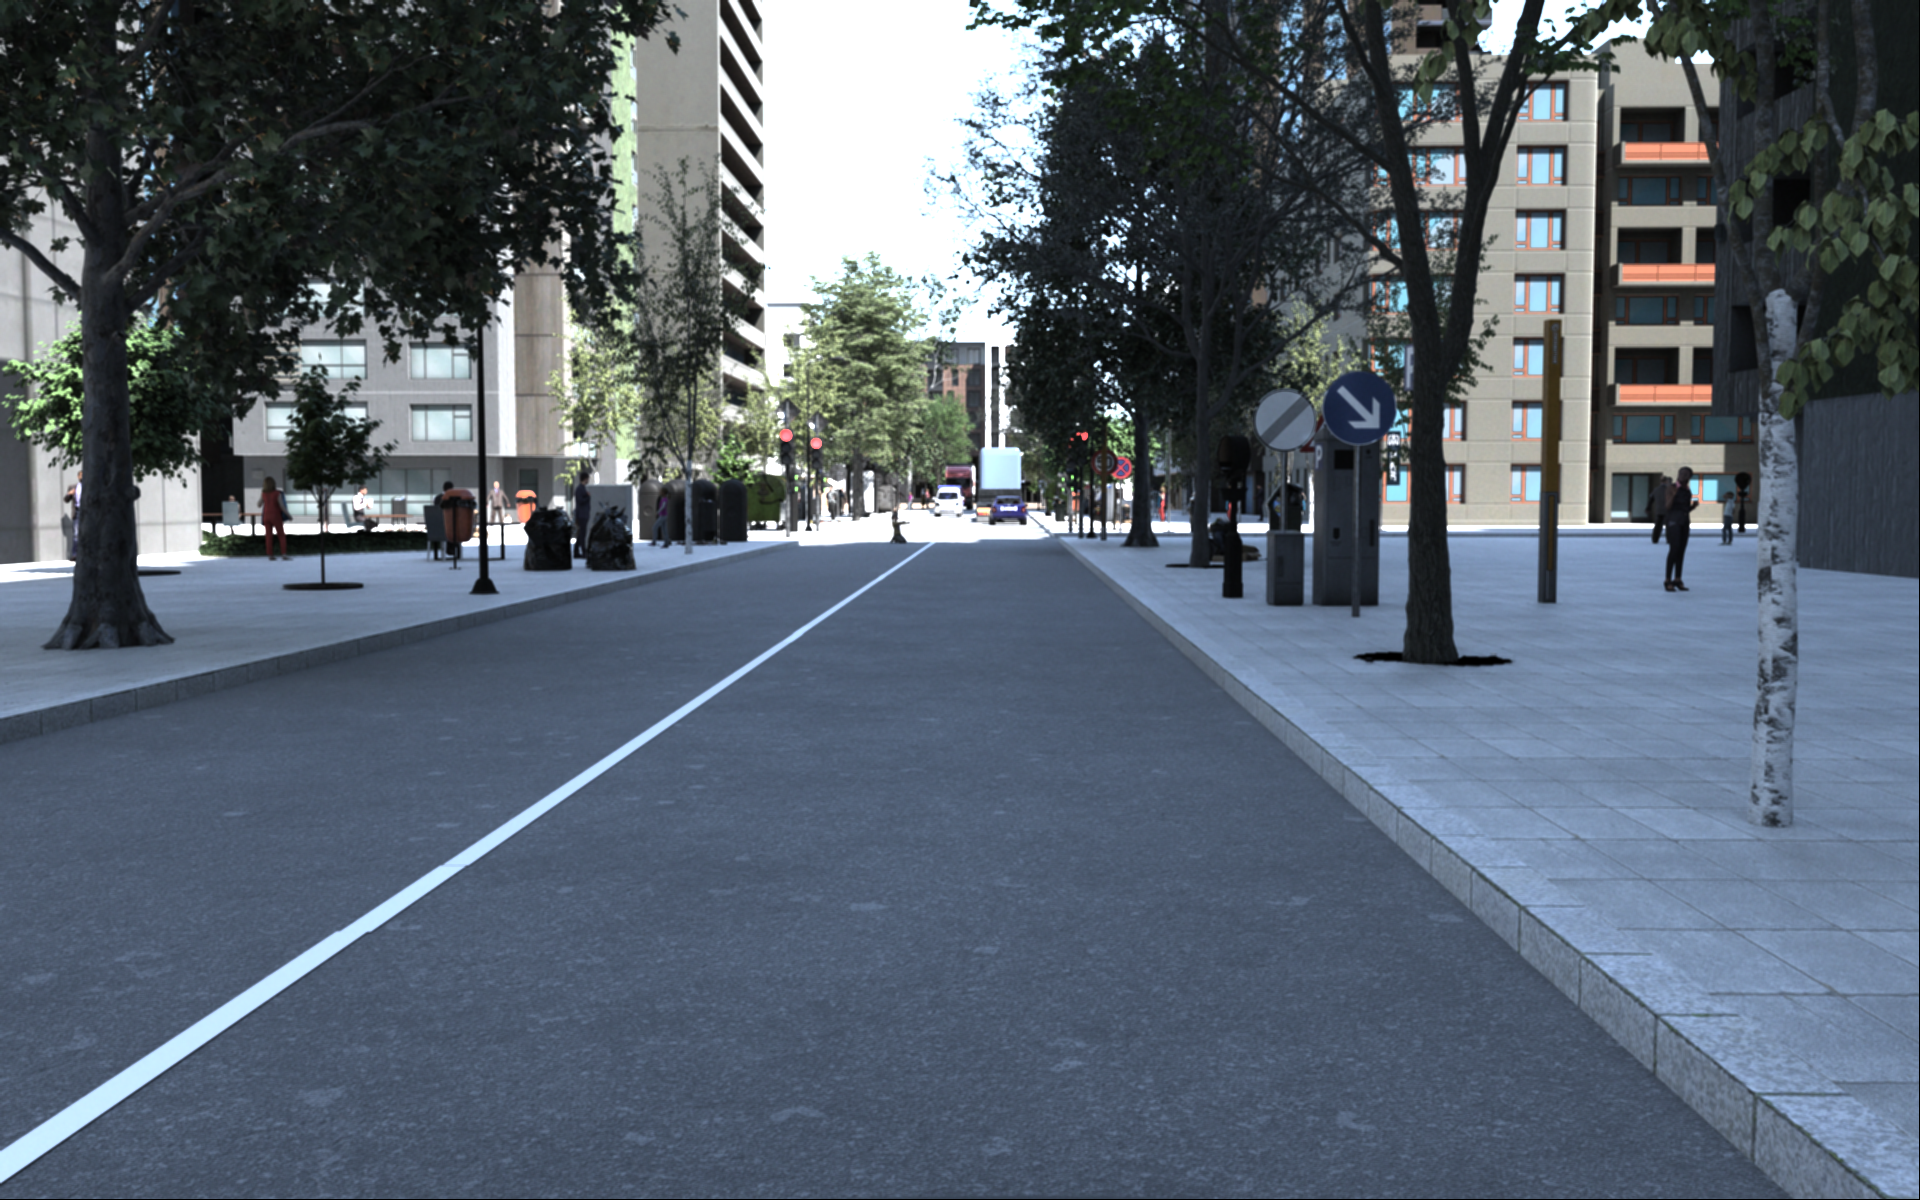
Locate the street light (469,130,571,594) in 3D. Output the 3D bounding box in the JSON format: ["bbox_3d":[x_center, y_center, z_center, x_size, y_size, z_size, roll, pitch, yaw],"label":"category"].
[{"bbox_3d":[-5.591,-3.032,22.120,1.470,5.913,1.316,0,4,1],"label":"street light"}]

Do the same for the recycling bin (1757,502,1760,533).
[{"bbox_3d":[26.957,-2.746,57.457,0.722,1.027,0.722,-3,5,-43],"label":"recycling bin"}]

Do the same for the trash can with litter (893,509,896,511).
[{"bbox_3d":[-5.059,-7.211,128.963,1.678,1.210,2.233,-1,4,-22],"label":"trash can with litter"}]

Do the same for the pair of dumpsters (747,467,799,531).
[{"bbox_3d":[-6.707,-3.607,61.473,1.574,2.255,4.437,0,4,1],"label":"pair of dumpsters"}]

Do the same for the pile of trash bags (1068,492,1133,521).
[{"bbox_3d":[6.869,-4.471,82.849,3.447,1.369,1.912,-1,4,-12],"label":"pile of trash bags"}]

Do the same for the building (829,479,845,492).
[{"bbox_3d":[-27.246,-15.503,195.616,28.070,9.664,9.099,0,4,1],"label":"building"}]

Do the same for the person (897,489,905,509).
[{"bbox_3d":[-5.248,-8.546,146.591,1.217,1.723,0.721,-1,4,-9],"label":"person"}]

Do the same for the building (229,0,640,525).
[{"bbox_3d":[-22.768,-24.034,76.558,14.154,41.232,14.086,0,4,1],"label":"building"}]

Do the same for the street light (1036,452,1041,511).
[{"bbox_3d":[4.312,-6.962,86.363,1.470,5.913,1.316,0,4,1],"label":"street light"}]

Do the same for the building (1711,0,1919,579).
[{"bbox_3d":[21.709,-15.871,31.197,14.160,30.474,14.107,0,4,1],"label":"building"}]

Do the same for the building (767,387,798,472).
[{"bbox_3d":[-18.268,-12.627,148.594,9.099,9.664,28.070,0,4,1],"label":"building"}]

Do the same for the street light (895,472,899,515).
[{"bbox_3d":[-3.330,-8.144,105.692,1.470,5.913,1.316,0,4,1],"label":"street light"}]

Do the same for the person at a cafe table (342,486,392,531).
[{"bbox_3d":[-15.311,-2.254,45.370,1.622,1.524,1.698,0,4,-8],"label":"person at a cafe table"}]

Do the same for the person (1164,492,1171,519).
[{"bbox_3d":[10.472,-4.833,88.289,0.697,1.427,0.421,3,5,43],"label":"person"}]

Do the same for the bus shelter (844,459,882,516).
[{"bbox_3d":[-5.618,-6.617,102.113,2.014,3.302,5.546,0,4,2],"label":"bus shelter"}]

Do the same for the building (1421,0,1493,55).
[{"bbox_3d":[24.561,-28.121,109.895,14.600,45.320,14.200,0,4,1],"label":"building"}]

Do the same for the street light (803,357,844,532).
[{"bbox_3d":[-4.610,-5.273,58.760,1.470,5.913,1.316,0,4,1],"label":"street light"}]

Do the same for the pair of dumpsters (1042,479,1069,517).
[{"bbox_3d":[5.575,-5.972,100.136,1.574,2.255,4.437,0,4,1],"label":"pair of dumpsters"}]

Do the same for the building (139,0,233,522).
[{"bbox_3d":[-41.955,-26.067,76.310,14.200,45.320,14.600,0,4,1],"label":"building"}]

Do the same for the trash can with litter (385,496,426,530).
[{"bbox_3d":[-19.238,-3.031,60.611,1.678,1.210,2.233,3,4,38],"label":"trash can with litter"}]

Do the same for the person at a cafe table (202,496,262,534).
[{"bbox_3d":[-20.409,-2.308,48.591,1.698,1.238,1.726,-1,4,-19],"label":"person at a cafe table"}]

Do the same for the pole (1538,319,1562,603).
[{"bbox_3d":[6.936,-1.622,20.368,0.158,3.312,0.155,0,3,0],"label":"pole"}]

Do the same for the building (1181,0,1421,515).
[{"bbox_3d":[23.608,-28.990,124.098,14.600,45.320,14.200,0,4,1],"label":"building"}]

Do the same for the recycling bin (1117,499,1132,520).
[{"bbox_3d":[7.635,-4.179,80.888,0.722,1.027,0.722,0,4,-4],"label":"recycling bin"}]

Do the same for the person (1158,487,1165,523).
[{"bbox_3d":[8.902,-4.215,76.663,0.444,1.614,0.593,2,4,29],"label":"person"}]

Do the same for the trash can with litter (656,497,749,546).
[{"bbox_3d":[-6.778,-2.000,43.754,2.233,1.210,1.678,-2,4,-33],"label":"trash can with litter"}]

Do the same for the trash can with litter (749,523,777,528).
[{"bbox_3d":[-7.828,-3.376,66.259,1.678,1.210,2.233,-1,4,-11],"label":"trash can with litter"}]

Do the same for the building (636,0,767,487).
[{"bbox_3d":[-25.377,-30.252,118.325,21.300,48.544,21.600,0,4,1],"label":"building"}]

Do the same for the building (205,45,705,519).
[{"bbox_3d":[-31.285,-24.706,95.820,32.217,40.220,23.993,0,4,1],"label":"building"}]

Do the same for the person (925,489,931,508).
[{"bbox_3d":[-2.947,-9.465,161.511,0.721,1.743,1.217,1,4,19],"label":"person"}]

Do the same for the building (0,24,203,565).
[{"bbox_3d":[-27.500,-35.988,26.654,20.611,71.187,20.563,0,4,1],"label":"building"}]

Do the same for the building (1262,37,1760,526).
[{"bbox_3d":[30.969,-14.489,81.931,28.899,21.520,27.650,0,4,1],"label":"building"}]

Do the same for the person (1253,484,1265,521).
[{"bbox_3d":[14.193,-4.639,82.340,0.568,1.767,0.683,0,4,-4],"label":"person"}]

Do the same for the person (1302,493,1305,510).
[{"bbox_3d":[13.211,-3.676,67.847,0.593,1.614,0.444,2,4,33],"label":"person"}]

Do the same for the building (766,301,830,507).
[{"bbox_3d":[-21.384,-19.060,168.050,16.016,20.091,11.380,0,4,1],"label":"building"}]

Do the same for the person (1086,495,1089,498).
[{"bbox_3d":[11.311,-8.699,148.989,0.721,1.735,1.217,-3,5,-39],"label":"person"}]

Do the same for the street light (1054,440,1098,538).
[{"bbox_3d":[3.290,-4.751,50.220,1.470,5.913,1.316,0,4,1],"label":"street light"}]

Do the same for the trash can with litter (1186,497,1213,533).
[{"bbox_3d":[8.092,-2.821,57.517,1.055,1.170,0.624,-1,4,-10],"label":"trash can with litter"}]

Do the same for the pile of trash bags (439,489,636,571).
[{"bbox_3d":[-7.209,-1.222,29.738,3.447,1.369,1.912,0,4,1],"label":"pile of trash bags"}]

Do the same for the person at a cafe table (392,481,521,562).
[{"bbox_3d":[-9.671,-1.525,33.445,1.698,1.524,1.622,1,4,19],"label":"person at a cafe table"}]

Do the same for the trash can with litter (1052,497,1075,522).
[{"bbox_3d":[4.754,-4.124,78.820,1.055,1.170,0.624,-1,4,-20],"label":"trash can with litter"}]

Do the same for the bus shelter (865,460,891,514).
[{"bbox_3d":[-5.211,-7.585,115.296,1.731,3.624,6.357,0,4,1],"label":"bus shelter"}]

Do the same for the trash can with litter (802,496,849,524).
[{"bbox_3d":[-5.920,-3.975,76.045,2.233,1.210,1.678,-1,4,-15],"label":"trash can with litter"}]

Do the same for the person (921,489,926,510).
[{"bbox_3d":[-2.955,-8.347,143.247,0.721,1.736,1.217,0,4,0],"label":"person"}]

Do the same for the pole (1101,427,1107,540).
[{"bbox_3d":[3.999,-3.317,48.080,0.158,3.312,0.155,0,3,0],"label":"pole"}]

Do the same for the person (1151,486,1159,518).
[{"bbox_3d":[10.369,-5.235,92.352,0.841,1.734,0.376,-3,5,-43],"label":"person"}]
